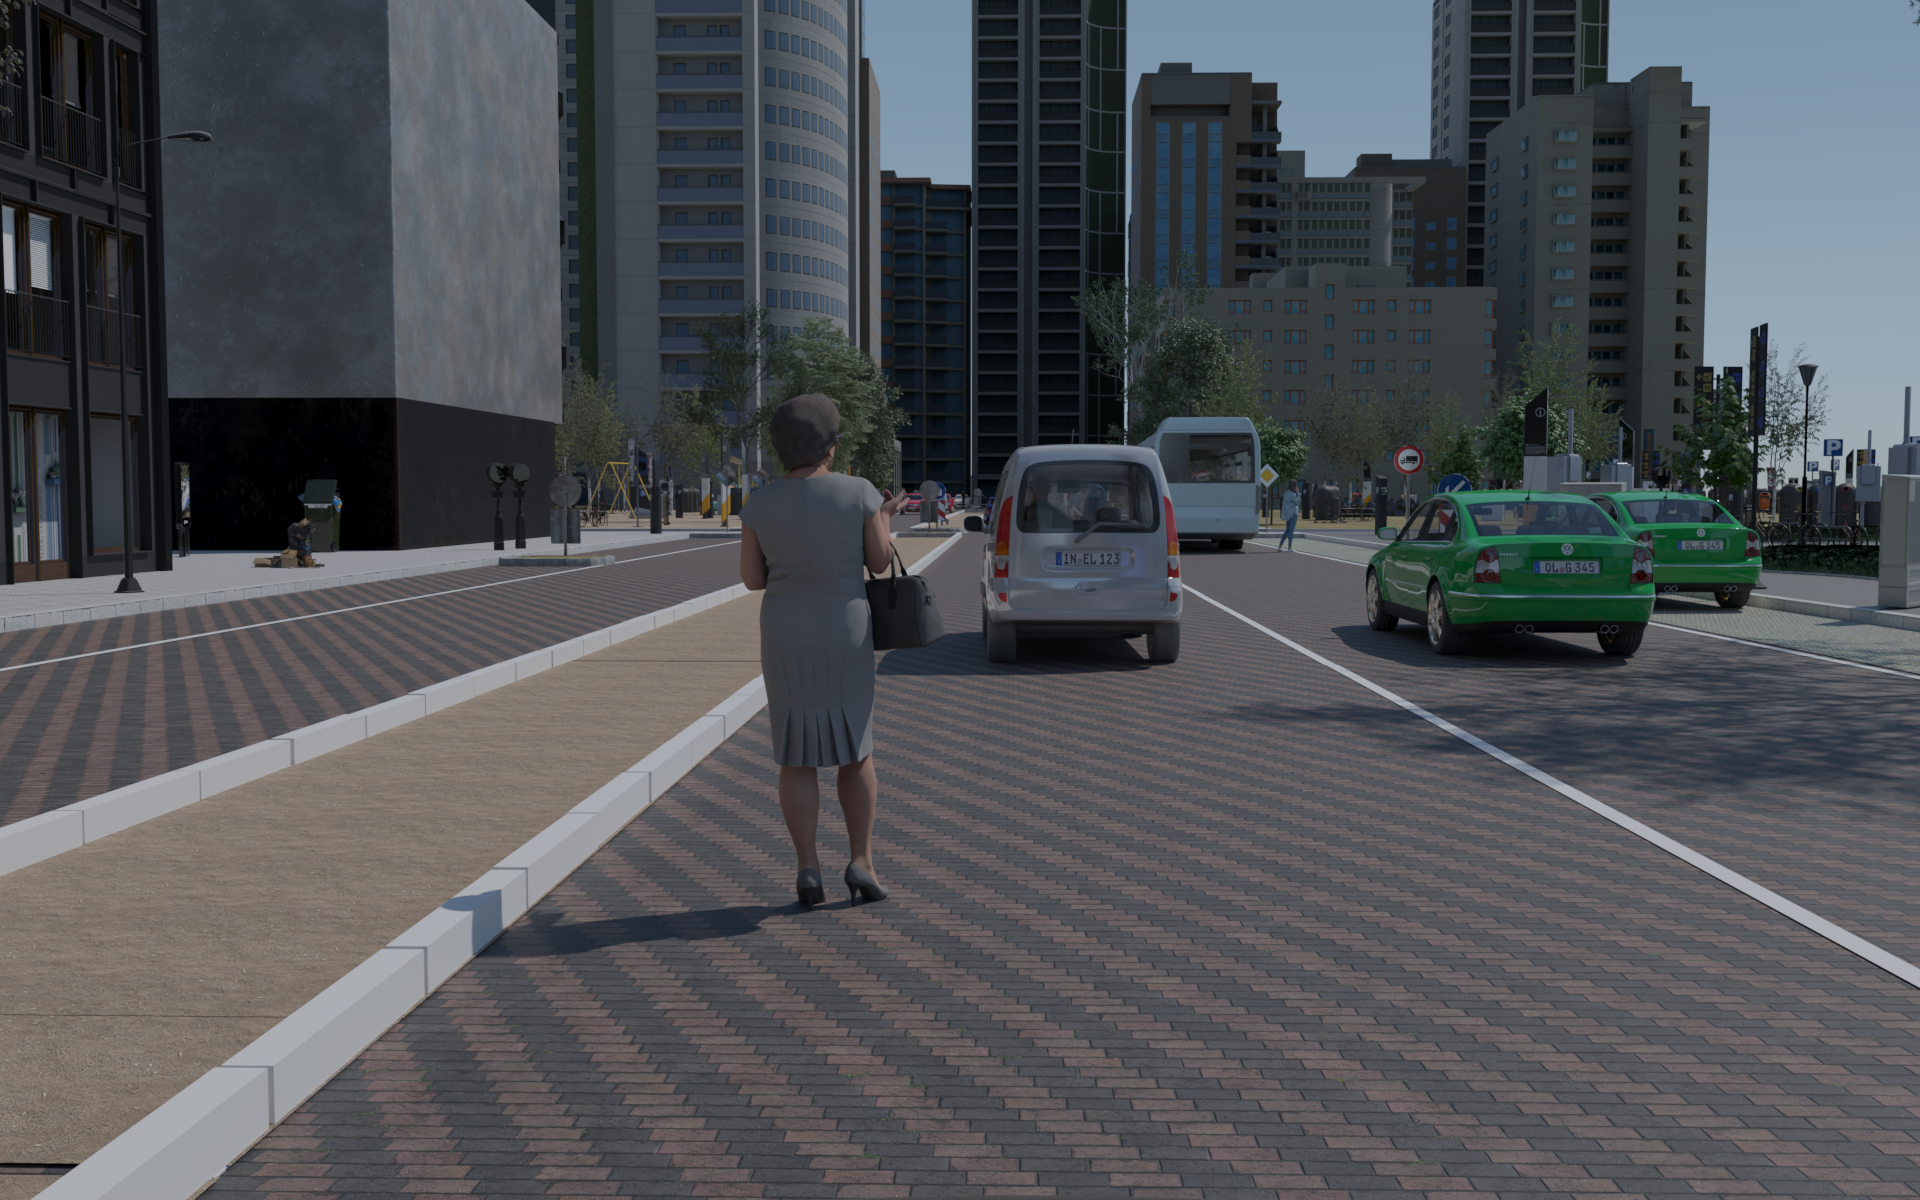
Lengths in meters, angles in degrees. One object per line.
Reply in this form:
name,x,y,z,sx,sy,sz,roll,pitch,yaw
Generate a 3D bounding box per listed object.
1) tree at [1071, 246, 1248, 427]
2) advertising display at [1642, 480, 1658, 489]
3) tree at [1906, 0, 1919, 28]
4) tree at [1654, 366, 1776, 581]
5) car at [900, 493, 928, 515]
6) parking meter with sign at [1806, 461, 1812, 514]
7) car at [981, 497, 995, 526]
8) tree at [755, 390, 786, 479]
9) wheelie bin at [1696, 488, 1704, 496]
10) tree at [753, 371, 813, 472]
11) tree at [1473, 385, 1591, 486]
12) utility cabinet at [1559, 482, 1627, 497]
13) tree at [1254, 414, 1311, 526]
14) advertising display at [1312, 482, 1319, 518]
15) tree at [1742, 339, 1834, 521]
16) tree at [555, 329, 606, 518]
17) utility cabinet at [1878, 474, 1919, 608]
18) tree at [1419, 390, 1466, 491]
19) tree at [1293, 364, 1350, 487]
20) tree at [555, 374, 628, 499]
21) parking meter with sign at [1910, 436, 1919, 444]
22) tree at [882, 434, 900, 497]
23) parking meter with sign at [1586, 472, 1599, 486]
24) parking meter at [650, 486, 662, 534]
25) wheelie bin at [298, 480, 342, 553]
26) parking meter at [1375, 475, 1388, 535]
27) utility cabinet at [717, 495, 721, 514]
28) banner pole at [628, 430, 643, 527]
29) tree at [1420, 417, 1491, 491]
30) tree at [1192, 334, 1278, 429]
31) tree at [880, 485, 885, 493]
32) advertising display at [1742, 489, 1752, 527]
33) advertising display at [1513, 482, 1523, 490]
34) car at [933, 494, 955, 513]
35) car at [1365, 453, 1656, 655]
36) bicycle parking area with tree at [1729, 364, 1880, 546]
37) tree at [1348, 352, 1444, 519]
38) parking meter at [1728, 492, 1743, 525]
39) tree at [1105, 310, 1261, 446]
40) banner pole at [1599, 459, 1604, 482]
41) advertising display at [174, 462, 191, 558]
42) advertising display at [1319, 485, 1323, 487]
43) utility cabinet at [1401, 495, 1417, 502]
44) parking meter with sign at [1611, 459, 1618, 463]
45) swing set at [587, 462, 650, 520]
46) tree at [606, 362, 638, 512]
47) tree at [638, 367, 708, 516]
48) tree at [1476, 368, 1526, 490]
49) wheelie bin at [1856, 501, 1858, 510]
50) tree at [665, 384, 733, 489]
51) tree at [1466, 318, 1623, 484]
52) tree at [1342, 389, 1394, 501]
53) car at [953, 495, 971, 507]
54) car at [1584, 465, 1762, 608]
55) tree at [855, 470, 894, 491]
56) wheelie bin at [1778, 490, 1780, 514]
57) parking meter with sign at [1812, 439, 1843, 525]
tree,15.146,-16.919,132.509,12.611,20.169,13.585,0,3,0
advertising display,32.025,-4.589,80.238,0.123,1.923,0.974,-2,4,-31
tree,11.924,-6.354,14.265,12.009,13.543,11.850,0,3,0
tree,11.474,-1.906,25.769,1.663,3.219,1.824,0,3,0
car,-3.238,-6.841,120.887,2.155,1.783,4.494,0,4,1
parking meter with sign,43.615,-5.599,87.797,0.543,3.016,1.738,-2,4,-24
car,1.880,-3.872,75.893,1.945,1.354,3.894,0,4,1
tree,-12.465,-10.485,121.791,4.737,8.622,4.395,0,3,0
wheelie bin,39.486,-5.202,92.961,0.693,1.594,0.980,-2,4,-28
tree,-9.661,-9.066,98.599,4.360,8.622,3.978,0,3,0
tree,17.262,-4.194,52.292,4.285,4.588,4.351,0,3,0
utility cabinet,11.965,-1.476,32.814,1.173,1.500,0.318,3,4,39
tree,12.752,-5.349,71.175,4.285,4.588,4.351,0,3,0
advertising display,19.402,-5.486,94.913,0.123,1.923,0.974,0,4,4
tree,39.366,-8.110,82.966,4.360,8.622,3.978,0,3,0
tree,-17.249,-7.461,72.355,4.360,8.622,3.978,0,3,0
utility cabinet,10.824,-0.672,19.673,1.173,1.500,0.318,-3,5,-44
tree,34.454,-10.587,123.456,4.737,8.622,4.395,0,3,0
tree,21.094,-9.084,98.887,4.360,8.622,3.978,0,3,0
tree,-22.143,-9.507,105.795,4.737,8.622,4.395,0,3,0
parking meter with sign,28.466,-3.370,51.363,0.543,3.016,1.738,2,4,25
tree,-7.228,-12.885,161.032,4.360,8.622,3.978,0,3,0
parking meter with sign,50.144,-8.567,136.332,0.543,3.016,1.738,-3,4,-36
parking meter,-9.807,-2.901,55.846,0.372,1.533,0.369,0,3,0
wheelie bin,-14.073,-1.851,38.172,0.980,1.594,0.693,0,4,-3
parking meter,13.122,-2.950,53.952,0.255,1.863,0.399,-1,4,-11
utility cabinet,-14.773,-5.988,109.073,1.020,1.237,0.306,1,4,15
banner pole,-12.696,-4.737,67.463,0.401,3.779,0.863,-3,5,-43
tree,12.669,-3.003,43.704,1.663,3.219,1.824,0,3,0
tree,12.826,-7.966,80.604,4.737,8.622,4.395,0,3,0
tree,-7.088,-9.492,149.800,1.663,3.219,1.824,0,3,0
advertising display,29.915,-3.699,65.684,0.974,1.923,0.123,-3,4,-37
advertising display,30.222,-5.387,93.284,0.974,1.923,0.123,-1,4,-21
car,-1.414,-7.526,132.090,2.155,1.783,4.494,0,4,2
car,5.166,-0.489,16.794,1.959,1.807,4.718,0,4,2
bicycle parking area with tree,21.317,-3.168,38.798,8.231,4.147,9.016,0,4,7
tree,22.793,-8.479,88.987,4.360,8.622,3.978,0,3,0
parking meter,22.850,-2.607,51.036,0.372,1.533,0.369,0,3,0
tree,14.313,-11.683,108.023,9.611,12.733,9.660,0,3,0
banner pole,43.583,-7.810,117.716,0.401,3.779,0.863,3,5,41
advertising display,-15.872,-1.846,35.389,0.123,1.923,0.974,-1,4,-15
advertising display,24.549,-6.877,117.652,0.974,1.923,0.123,-3,5,-41
utility cabinet,30.884,-6.606,119.165,1.020,1.237,0.306,0,4,3
parking meter with sign,32.217,-5.422,84.908,0.543,3.016,1.738,1,4,19
swing set,-16.925,-5.419,86.222,2.862,2.851,3.119,1,4,12
tree,-19.511,-8.594,90.878,4.360,8.622,3.978,0,3,0
tree,-16.645,-9.161,100.146,4.360,8.622,3.978,0,3,0
tree,31.785,-9.183,100.498,4.360,8.622,3.978,0,3,0
wheelie bin,56.680,-6.248,110.056,0.980,1.594,0.693,0,4,-6
tree,-16.866,-10.027,114.299,4.737,8.622,4.395,0,3,0
tree,24.852,-7.506,73.082,4.737,8.622,4.395,0,3,0
tree,28.582,-10.521,122.381,4.737,8.622,4.395,0,3,0
car,0.196,-10.958,191.525,2.083,1.381,4.827,0,4,1
car,8.951,-0.872,23.050,1.959,1.807,4.718,0,4,1
tree,-7.358,-9.877,145.199,4.285,4.588,4.351,0,3,0
wheelie bin,58.329,-7.077,123.615,0.980,1.594,0.693,-2,4,-24
parking meter with sign,27.864,-3.629,55.598,0.543,3.016,1.738,1,4,18
